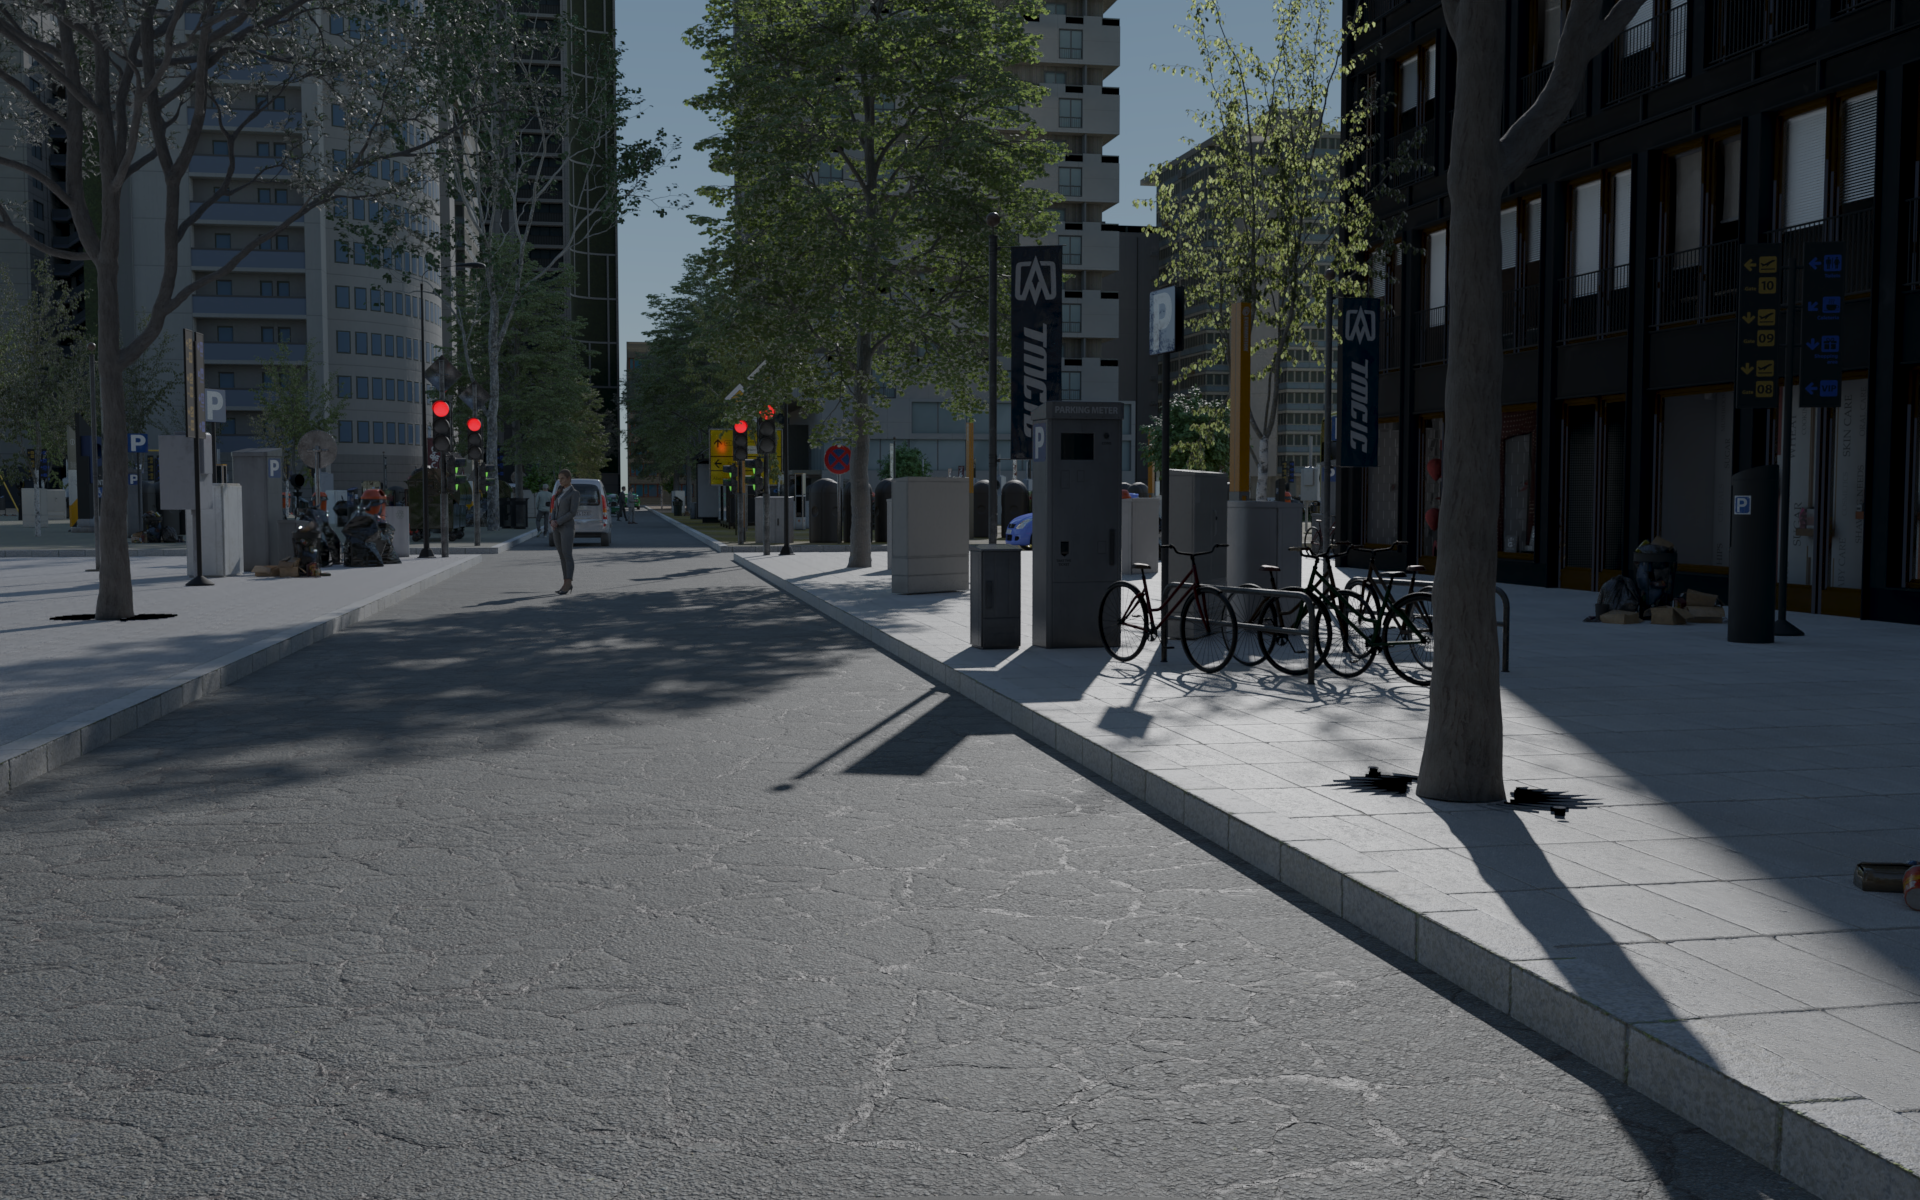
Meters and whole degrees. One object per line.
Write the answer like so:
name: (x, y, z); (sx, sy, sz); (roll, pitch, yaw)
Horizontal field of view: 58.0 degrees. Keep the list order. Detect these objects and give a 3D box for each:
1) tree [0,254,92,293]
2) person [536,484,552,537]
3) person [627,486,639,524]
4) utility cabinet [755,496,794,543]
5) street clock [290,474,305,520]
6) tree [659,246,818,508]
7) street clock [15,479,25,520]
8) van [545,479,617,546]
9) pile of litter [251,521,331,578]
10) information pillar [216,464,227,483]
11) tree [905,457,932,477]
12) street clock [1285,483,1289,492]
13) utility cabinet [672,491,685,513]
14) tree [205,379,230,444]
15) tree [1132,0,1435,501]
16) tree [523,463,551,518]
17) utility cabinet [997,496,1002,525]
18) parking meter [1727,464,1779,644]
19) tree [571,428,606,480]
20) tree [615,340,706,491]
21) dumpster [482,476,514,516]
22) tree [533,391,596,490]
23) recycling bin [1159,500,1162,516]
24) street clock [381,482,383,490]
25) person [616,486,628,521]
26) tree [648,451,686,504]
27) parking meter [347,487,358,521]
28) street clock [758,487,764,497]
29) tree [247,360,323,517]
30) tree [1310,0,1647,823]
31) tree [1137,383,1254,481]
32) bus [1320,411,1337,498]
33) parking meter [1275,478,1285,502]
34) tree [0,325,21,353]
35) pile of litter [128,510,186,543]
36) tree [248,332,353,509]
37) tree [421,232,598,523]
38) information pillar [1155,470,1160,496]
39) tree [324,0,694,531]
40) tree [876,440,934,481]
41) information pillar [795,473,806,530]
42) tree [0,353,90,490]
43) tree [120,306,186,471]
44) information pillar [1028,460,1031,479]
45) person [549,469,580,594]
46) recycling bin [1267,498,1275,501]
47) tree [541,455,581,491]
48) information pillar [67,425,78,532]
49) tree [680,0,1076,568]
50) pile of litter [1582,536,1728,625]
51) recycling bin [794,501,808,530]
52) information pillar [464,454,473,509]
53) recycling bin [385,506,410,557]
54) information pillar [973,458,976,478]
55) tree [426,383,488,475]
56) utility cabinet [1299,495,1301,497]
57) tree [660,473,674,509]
tree: (-28.181, -6.227, 52.172); (4.360, 8.622, 3.978); (0, 3, 0)
person: (-13.701, -2.969, 57.525); (0.782, 1.767, 0.515); (-1, 4, -20)
person: (-15.742, -4.565, 83.331); (0.583, 1.804, 0.606); (0, 4, -4)
utility cabinet: (-4.876, -2.098, 45.459); (1.020, 1.237, 0.306); (2, 4, 24)
street clock: (-23.771, -3.523, 62.176); (0.358, 2.002, 0.471); (2, 4, 26)
tree: (-5.748, -6.075, 49.688); (4.737, 8.622, 4.395); (0, 3, 0)
street clock: (-45.835, -4.889, 84.503); (0.358, 2.002, 0.471); (0, 4, 0)
van: (-10.708, -2.561, 48.891); (2.013, 2.044, 4.112); (-1, 4, -10)
pile of litter: (-10.441, -0.799, 27.027); (1.176, 0.858, 1.719); (-1, 4, -18)
information pillar: (-18.340, -2.349, 42.893); (0.304, 2.012, 0.304); (0, 4, -5)
tree: (-2.214, -5.939, 91.697); (1.663, 3.219, 1.824); (0, 3, 0)
street clock: (22.106, -6.882, 117.094); (0.358, 2.002, 0.471); (0, 4, 6)
utility cabinet: (-18.852, -6.554, 115.830); (0.318, 1.500, 1.173); (1, 4, 23)
tree: (-48.662, -9.777, 110.223); (4.360, 8.622, 3.978); (0, 3, 0)
tree: (4.157, -4.460, 23.290); (4.360, 8.622, 3.978); (0, 3, 0)
tree: (-22.480, -5.960, 92.055); (1.663, 3.219, 1.824); (0, 3, 0)
utility cabinet: (1.910, -3.748, 72.440); (0.306, 1.237, 1.020); (-2, 4, -31)
parking meter: (6.858, -0.402, 14.976); (0.372, 1.533, 0.369); (0, 3, 0)
tree: (-39.350, -14.085, 180.651); (4.360, 8.622, 3.978); (0, 3, 0)
tree: (-22.263, -14.046, 136.306); (9.857, 13.997, 8.962); (0, 3, 0)
dumpster: (-22.629, -5.019, 84.550); (1.502, 2.255, 1.985); (-1, 4, -11)
tree: (-26.900, -10.157, 116.431); (4.737, 8.622, 4.395); (0, 3, 0)
recycling bin: (8.097, -3.697, 73.000); (0.722, 1.027, 0.722); (0, 4, -6)
street clock: (-34.582, -6.040, 103.319); (0.358, 2.002, 0.471); (-3, 5, -39)
person: (-17.706, -5.068, 91.132); (0.755, 1.850, 0.659); (-1, 4, -13)
tree: (-29.728, -13.680, 174.025); (4.360, 8.622, 3.978); (0, 3, 0)
parking meter: (-22.012, -3.326, 62.790); (0.372, 1.533, 0.369); (0, 3, 0)
street clock: (-6.271, -3.074, 54.825); (0.358, 2.002, 0.471); (-1, 4, -10)
tree: (-37.181, -8.874, 95.450); (4.360, 8.622, 3.978); (0, 3, 0)
tree: (2.252, -5.913, 7.043); (12.009, 13.543, 11.850); (0, 3, 0)
tree: (6.977, -4.125, 51.161); (4.285, 4.588, 4.351); (0, 3, 0)
bus: (15.481, -3.232, 44.385); (12.252, 3.916, 2.896); (-1, 4, -9)
parking meter: (11.984, -3.617, 64.851); (0.255, 1.863, 0.399); (-1, 4, -13)
tree: (-26.850, -5.800, 45.189); (4.737, 8.622, 4.395); (0, 3, 0)
pile of litter: (-21.281, -1.935, 45.605); (1.719, 0.858, 1.176); (-1, 4, -11)
tree: (-30.411, -7.920, 79.860); (4.737, 8.622, 4.395); (0, 3, 0)
tree: (-19.567, -9.653, 75.960); (7.486, 12.596, 7.792); (0, 3, 0)
information pillar: (12.961, -7.488, 113.788); (0.183, 3.616, 0.504); (2, 4, 34)
tree: (-15.875, -12.566, 61.346); (12.611, 20.169, 13.585); (0, 3, 0)
tree: (-3.246, -7.325, 103.485); (4.285, 4.588, 4.351); (0, 3, 0)
information pillar: (-5.660, -3.481, 61.412); (0.304, 2.012, 0.304); (1, 4, 14)
tree: (-49.790, -8.808, 94.374); (4.737, 8.622, 4.395); (0, 3, 0)
tree: (-32.030, -7.126, 66.870); (4.360, 8.622, 3.978); (0, 3, 0)
information pillar: (4.459, -7.344, 111.435); (0.183, 3.616, 0.504); (-1, 4, -15)
person: (-5.766, -0.993, 25.016); (0.520, 1.790, 0.573); (2, 4, 26)
recycling bin: (22.359, -6.832, 124.252); (0.722, 1.027, 0.722); (0, 4, 4)
tree: (-30.798, -9.117, 132.771); (4.285, 4.588, 4.351); (0, 3, 0)
information pillar: (-30.243, -4.147, 59.150); (0.183, 3.616, 0.504); (1, 4, 18)
tree: (-1.452, -6.862, 30.314); (7.486, 12.596, 7.792); (0, 3, 0)
pile of litter: (7.140, -0.211, 17.411); (1.719, 0.858, 1.176); (1, 4, 11)
recycling bin: (-6.085, -3.058, 62.557); (0.722, 1.027, 0.722); (1, 4, 21)
information pillar: (-26.189, -6.177, 92.341); (0.504, 3.616, 0.183); (1, 4, 19)
recycling bin: (-11.705, -1.392, 35.309); (0.722, 1.027, 0.722); (-3, 5, -40)
information pillar: (0.835, -7.333, 111.250); (0.183, 3.616, 0.504); (3, 5, 44)
tree: (-29.431, -9.293, 102.304); (4.360, 8.622, 3.978); (0, 3, 0)
utility cabinet: (20.465, -5.668, 103.833); (0.306, 1.237, 1.020); (1, 4, 12)
tree: (-24.535, -9.365, 147.715); (1.663, 3.219, 1.824); (0, 3, 0)
